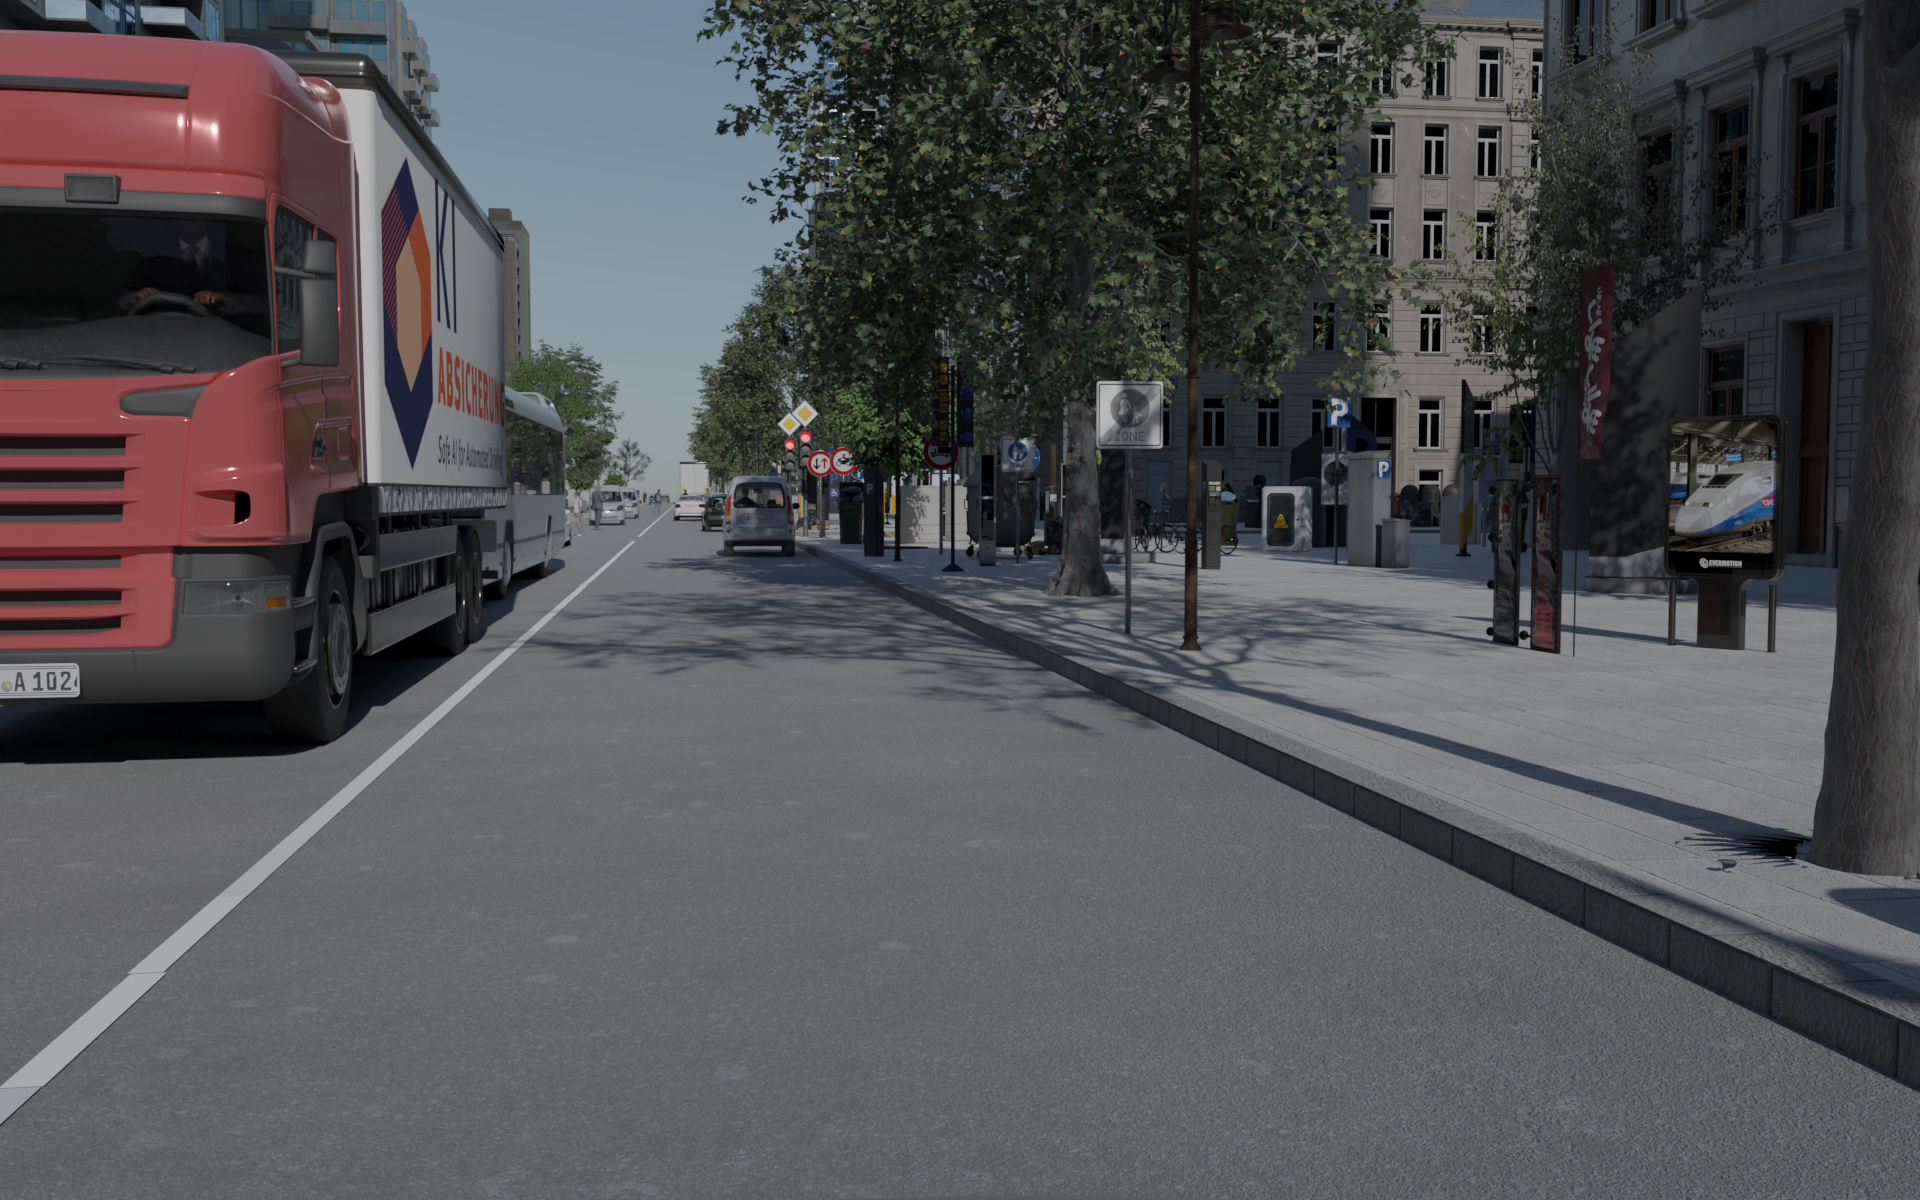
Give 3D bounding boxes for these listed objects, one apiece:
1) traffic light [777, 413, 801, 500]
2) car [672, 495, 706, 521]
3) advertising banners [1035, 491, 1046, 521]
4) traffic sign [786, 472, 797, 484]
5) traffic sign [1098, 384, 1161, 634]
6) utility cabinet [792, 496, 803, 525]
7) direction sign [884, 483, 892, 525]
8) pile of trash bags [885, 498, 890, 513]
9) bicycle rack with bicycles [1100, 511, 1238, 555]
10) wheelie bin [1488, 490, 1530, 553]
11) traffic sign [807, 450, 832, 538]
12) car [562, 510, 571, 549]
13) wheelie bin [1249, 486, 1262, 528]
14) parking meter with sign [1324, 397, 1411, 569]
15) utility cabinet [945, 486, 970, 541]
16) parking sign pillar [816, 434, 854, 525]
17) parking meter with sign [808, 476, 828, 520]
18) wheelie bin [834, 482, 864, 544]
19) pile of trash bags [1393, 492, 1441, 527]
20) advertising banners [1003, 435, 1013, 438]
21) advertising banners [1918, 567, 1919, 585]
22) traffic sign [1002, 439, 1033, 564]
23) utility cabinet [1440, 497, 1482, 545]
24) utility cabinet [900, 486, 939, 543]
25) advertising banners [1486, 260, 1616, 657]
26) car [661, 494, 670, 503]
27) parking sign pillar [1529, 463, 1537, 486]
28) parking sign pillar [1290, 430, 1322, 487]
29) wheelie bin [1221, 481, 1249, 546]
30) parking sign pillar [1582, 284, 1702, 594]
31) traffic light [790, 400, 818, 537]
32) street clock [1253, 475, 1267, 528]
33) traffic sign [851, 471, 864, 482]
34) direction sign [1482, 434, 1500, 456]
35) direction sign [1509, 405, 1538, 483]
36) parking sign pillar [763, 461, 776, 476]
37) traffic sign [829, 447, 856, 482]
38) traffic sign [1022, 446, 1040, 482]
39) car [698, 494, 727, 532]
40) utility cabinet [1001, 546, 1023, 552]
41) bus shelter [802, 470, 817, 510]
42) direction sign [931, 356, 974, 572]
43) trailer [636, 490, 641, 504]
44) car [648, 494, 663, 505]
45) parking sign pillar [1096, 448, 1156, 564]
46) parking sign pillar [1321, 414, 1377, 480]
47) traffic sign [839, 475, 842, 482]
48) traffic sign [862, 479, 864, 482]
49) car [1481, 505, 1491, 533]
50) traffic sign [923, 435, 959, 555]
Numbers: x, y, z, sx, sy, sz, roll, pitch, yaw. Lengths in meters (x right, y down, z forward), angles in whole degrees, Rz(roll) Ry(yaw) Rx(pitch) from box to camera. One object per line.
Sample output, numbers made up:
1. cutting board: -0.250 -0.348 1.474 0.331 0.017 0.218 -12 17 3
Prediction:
1. traffic light: -5.912 -4.343 59.923 0.839 4.253 0.868 -1 4 -9
2. car: -14.576 -4.992 93.980 2.083 1.381 4.827 0 4 -8
3. advertising banners: 3.270 -5.304 82.901 2.074 3.025 0.090 -1 4 -12
4. traffic sign: -9.458 -5.928 97.021 0.768 2.556 0.104 -1 4 -9
5. traffic sign: 1.539 -0.837 15.813 0.606 2.300 0.079 0 4 -4
6. utility cabinet: -7.012 -3.724 72.056 1.020 1.237 0.306 -2 4 -35
7. direction sign: -3.036 -4.911 72.285 0.876 3.537 0.379 2 4 28
8. pile of trash bags: -6.469 -6.416 114.651 3.447 1.369 1.912 -1 4 -21
9. bicycle rack with bicycles: 4.172 -1.456 37.188 2.852 0.926 2.925 -2 4 -30
10. wheelie bin: 11.953 -1.832 37.853 0.980 1.594 0.693 -2 4 -32
11. traffic sign: -4.079 -3.093 50.683 0.768 2.556 0.104 -1 4 -8
12. car: -11.553 -2.108 46.824 2.083 1.381 4.827 -1 4 -9
13. wheelie bin: 11.141 -3.542 65.827 0.980 1.594 0.693 1 4 14
14. parking meter with sign: 7.193 -2.091 30.443 0.543 3.016 1.738 -2 4 -30
15. utility cabinet: 0.147 -2.360 47.263 1.173 1.500 0.318 -3 4 -37
16. parking sign pillar: -5.307 -5.147 72.624 1.447 3.967 1.447 0 4 -7
17. parking meter with sign: -5.806 -4.798 74.715 1.738 3.016 0.543 -2 4 -27
18. wheelie bin: -2.755 -2.237 44.482 0.980 1.594 0.693 0 4 2
19. pile of trash bags: 17.386 -3.519 67.292 1.912 1.369 3.447 3 4 36
20. advertising banners: 0.959 -3.344 50.870 0.090 3.025 2.074 3 4 37
21. advertising banners: 13.602 -1.727 24.417 2.074 3.025 0.090 -2 4 -24
22. traffic sign: 1.056 -1.812 31.752 0.606 2.300 0.079 0 4 0
23. utility cabinet: 12.860 -2.037 44.460 0.306 1.237 1.020 -3 5 -44
24. utility cabinet: -1.056 -2.227 45.092 1.173 1.500 0.318 -1 4 -13
25. advertising banners: 4.768 -1.093 14.058 0.090 3.025 2.074 0 4 -7
26. car: -47.268 -16.201 276.892 2.014 1.417 4.499 -1 4 -11
27. parking sign pillar: 38.678 -7.744 115.087 1.447 3.967 1.447 -2 4 -29
28. parking sign pillar: 14.411 -5.117 72.140 1.447 3.967 1.447 0 4 2
29. wheelie bin: 6.506 -2.144 42.968 0.693 1.594 0.980 -2 4 -32
30. parking sign pillar: 8.976 -2.095 22.719 1.447 3.967 1.447 1 4 21
31. traffic light: -4.668 -3.860 52.035 0.839 4.253 0.868 -1 4 -9
32. street clock: 11.188 -3.677 64.681 0.358 2.002 0.471 -3 5 -40
33. traffic sign: -3.463 -3.688 60.409 0.768 2.556 0.104 0 4 -2
34. direction sign: 19.924 -4.467 65.028 0.876 3.537 0.379 -2 4 -29
35. direction sign: 14.342 -3.173 43.873 0.876 3.537 0.379 0 4 2
36. parking sign pillar: -13.146 -8.039 119.916 1.447 3.967 1.447 1 4 20
37. traffic sign: -3.149 -2.864 46.931 0.768 2.556 0.104 0 4 -1
38. traffic sign: 1.536 -2.555 41.876 0.768 2.556 0.104 0 4 0
39. car: -9.056 -3.489 66.830 2.009 1.686 4.222 -1 4 -10
40. utility cabinet: 1.146 -1.822 38.463 0.318 1.500 1.173 1 4 12
41. bus shelter: -7.819 -6.249 93.460 1.731 3.624 6.357 -1 4 -9
42. direction sign: -0.119 -2.243 28.670 0.876 3.537 0.379 -3 5 -39
43. trailer: -45.899 -14.581 245.447 1.471 1.999 3.904 -1 4 -11
44. car: -40.966 -13.507 232.848 2.014 1.417 4.499 -1 4 -9
45. parking sign pillar: 2.963 -2.691 32.467 1.447 3.967 1.447 1 4 15
46. parking sign pillar: 12.025 -3.903 52.292 1.447 3.967 1.447 -1 4 -21
47. traffic sign: -7.390 -6.274 102.687 0.768 2.556 0.104 0 4 -1
48. traffic sign: -3.565 -3.978 67.162 0.606 2.300 0.079 0 4 -1
49. car: 19.247 -2.925 59.616 4.920 1.459 2.131 0 4 -7
50. traffic sign: -0.397 -2.222 36.442 0.768 2.556 0.104 0 4 -4
